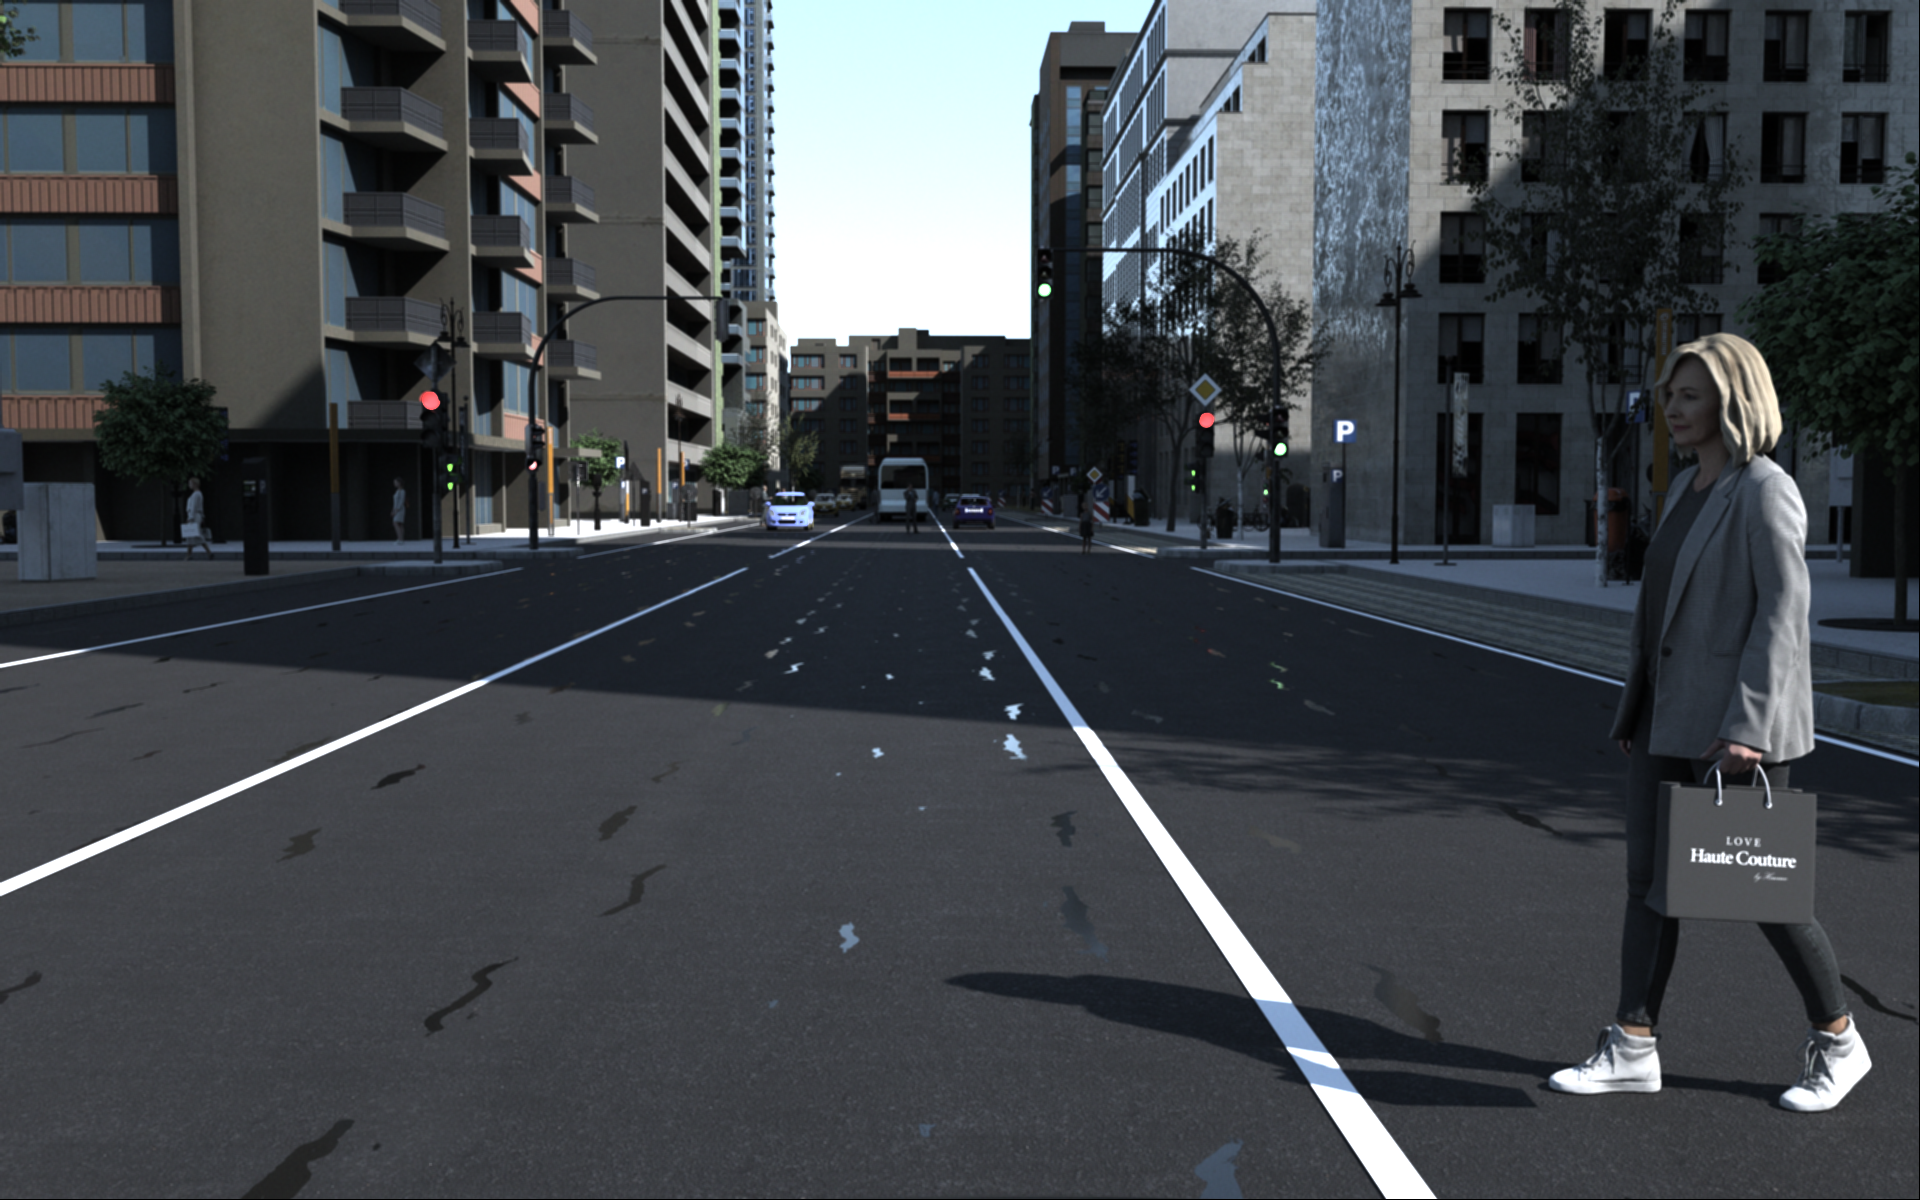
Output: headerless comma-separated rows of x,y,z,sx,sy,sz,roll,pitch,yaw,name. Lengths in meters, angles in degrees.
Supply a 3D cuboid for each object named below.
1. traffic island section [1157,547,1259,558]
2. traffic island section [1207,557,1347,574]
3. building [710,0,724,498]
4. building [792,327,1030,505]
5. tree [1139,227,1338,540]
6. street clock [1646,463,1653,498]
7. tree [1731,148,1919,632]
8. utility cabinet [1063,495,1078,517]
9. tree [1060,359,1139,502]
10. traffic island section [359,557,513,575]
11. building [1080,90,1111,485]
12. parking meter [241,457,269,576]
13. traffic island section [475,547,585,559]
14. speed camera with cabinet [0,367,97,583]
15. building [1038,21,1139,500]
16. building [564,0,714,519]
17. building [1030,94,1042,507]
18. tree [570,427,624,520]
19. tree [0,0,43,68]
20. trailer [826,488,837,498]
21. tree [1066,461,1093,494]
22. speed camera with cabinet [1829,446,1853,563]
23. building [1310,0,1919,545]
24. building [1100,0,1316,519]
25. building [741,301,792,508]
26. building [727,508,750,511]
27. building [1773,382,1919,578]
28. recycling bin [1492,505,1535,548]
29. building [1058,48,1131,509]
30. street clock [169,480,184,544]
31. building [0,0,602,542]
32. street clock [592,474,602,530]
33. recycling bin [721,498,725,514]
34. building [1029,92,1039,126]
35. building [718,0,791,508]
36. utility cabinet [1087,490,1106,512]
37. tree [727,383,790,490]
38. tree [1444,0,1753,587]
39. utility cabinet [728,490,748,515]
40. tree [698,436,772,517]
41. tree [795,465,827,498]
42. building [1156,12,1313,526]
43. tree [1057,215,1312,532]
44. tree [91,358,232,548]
5.693,-1.103,40.322,2.009,0.180,2.903,0,4,-1,traffic island section
5.884,-0.615,32.339,2.009,0.180,2.903,0,4,-1,traffic island section
-24.482,-26.771,121.304,14.154,41.232,14.086,0,4,-1,building
-5.654,-22.670,215.693,28.899,21.520,27.650,0,4,-1,building
7.950,-5.958,47.782,4.360,8.622,3.978,0,3,0,tree
16.170,-2.179,40.200,0.471,2.002,0.358,-2,4,-26,street clock
9.175,-2.014,16.651,4.285,4.588,4.351,0,3,0,tree
6.207,-5.142,95.229,1.020,1.237,0.306,-1,4,-10,utility cabinet
7.053,-8.252,85.282,4.360,8.622,3.978,0,3,0,tree
-9.653,-0.593,31.972,2.009,0.180,2.903,0,4,-1,traffic island section
15.666,-21.761,127.491,14.160,30.474,14.107,0,4,-1,building
-11.137,-1.324,27.366,0.255,1.863,0.399,0,4,3,parking meter
-9.844,-1.081,39.955,2.009,0.180,2.903,0,4,-1,traffic island section
-13.454,-1.874,24.969,0.660,3.252,2.038,1,4,15,speed camera with cabinet
14.938,-31.561,166.133,14.600,45.320,14.200,0,4,-1,building
-25.873,-28.952,97.065,21.300,48.544,21.600,0,4,-1,building
14.247,-30.410,180.791,14.154,41.232,14.086,0,4,-1,building
-17.836,-6.170,84.590,4.285,4.588,4.351,0,3,0,tree
-11.508,-5.459,15.009,9.928,11.665,9.643,0,3,0,tree
-12.819,-10.141,172.858,1.471,1.999,3.904,0,4,-2,trailer
7.271,-6.554,101.754,1.663,3.219,1.824,0,3,0,tree
17.136,-2.292,31.809,0.660,3.252,2.038,-3,4,-39,speed camera with cabinet
19.398,-11.831,48.193,16.860,20.320,10.420,0,4,-1,building
15.225,-19.764,100.641,11.434,29.767,29.804,0,4,-1,building
-32.728,-20.129,174.142,28.899,21.520,27.650,0,4,-1,building
-28.130,-50.744,142.342,22.319,86.520,31.000,0,4,-1,building
23.678,-21.927,13.136,22.147,44.769,28.867,0,4,-1,building
13.269,-1.771,41.511,0.722,1.027,0.722,-1,4,-20,recycling bin
24.839,-27.801,146.433,32.217,40.220,23.993,0,4,-1,building
-20.134,-2.443,44.514,0.358,2.002,0.471,-1,4,-22,street clock
-24.819,-24.710,58.633,22.147,44.769,28.867,0,4,-1,building
-12.810,-3.461,61.159,0.358,2.002,0.471,-2,4,-28,street clock
-16.004,-6.221,114.270,0.722,1.027,0.722,-3,5,-40,recycling bin
23.141,-38.314,215.679,27.495,52.752,28.713,0,4,-1,building
-35.527,-54.892,210.152,31.000,86.520,22.319,0,4,-1,building
7.091,-4.928,89.253,1.173,1.500,0.318,3,5,44,utility cabinet
-13.644,-10.101,115.515,4.360,8.622,3.978,0,3,0,tree
8.744,-4.471,23.461,4.360,8.622,3.978,0,3,0,tree
-13.376,-5.847,104.284,1.173,1.500,0.318,1,4,9,utility cabinet
-13.219,-7.020,98.496,4.285,4.588,4.351,0,3,0,tree
-15.837,-12.242,183.868,4.285,4.588,4.351,0,3,0,tree
15.188,-13.632,77.633,10.420,20.320,16.860,0,4,-1,building
7.331,-7.603,58.725,8.767,10.594,7.601,-1,4,-23,tree
-19.271,-3.550,41.757,4.285,4.588,4.351,0,3,0,tree
